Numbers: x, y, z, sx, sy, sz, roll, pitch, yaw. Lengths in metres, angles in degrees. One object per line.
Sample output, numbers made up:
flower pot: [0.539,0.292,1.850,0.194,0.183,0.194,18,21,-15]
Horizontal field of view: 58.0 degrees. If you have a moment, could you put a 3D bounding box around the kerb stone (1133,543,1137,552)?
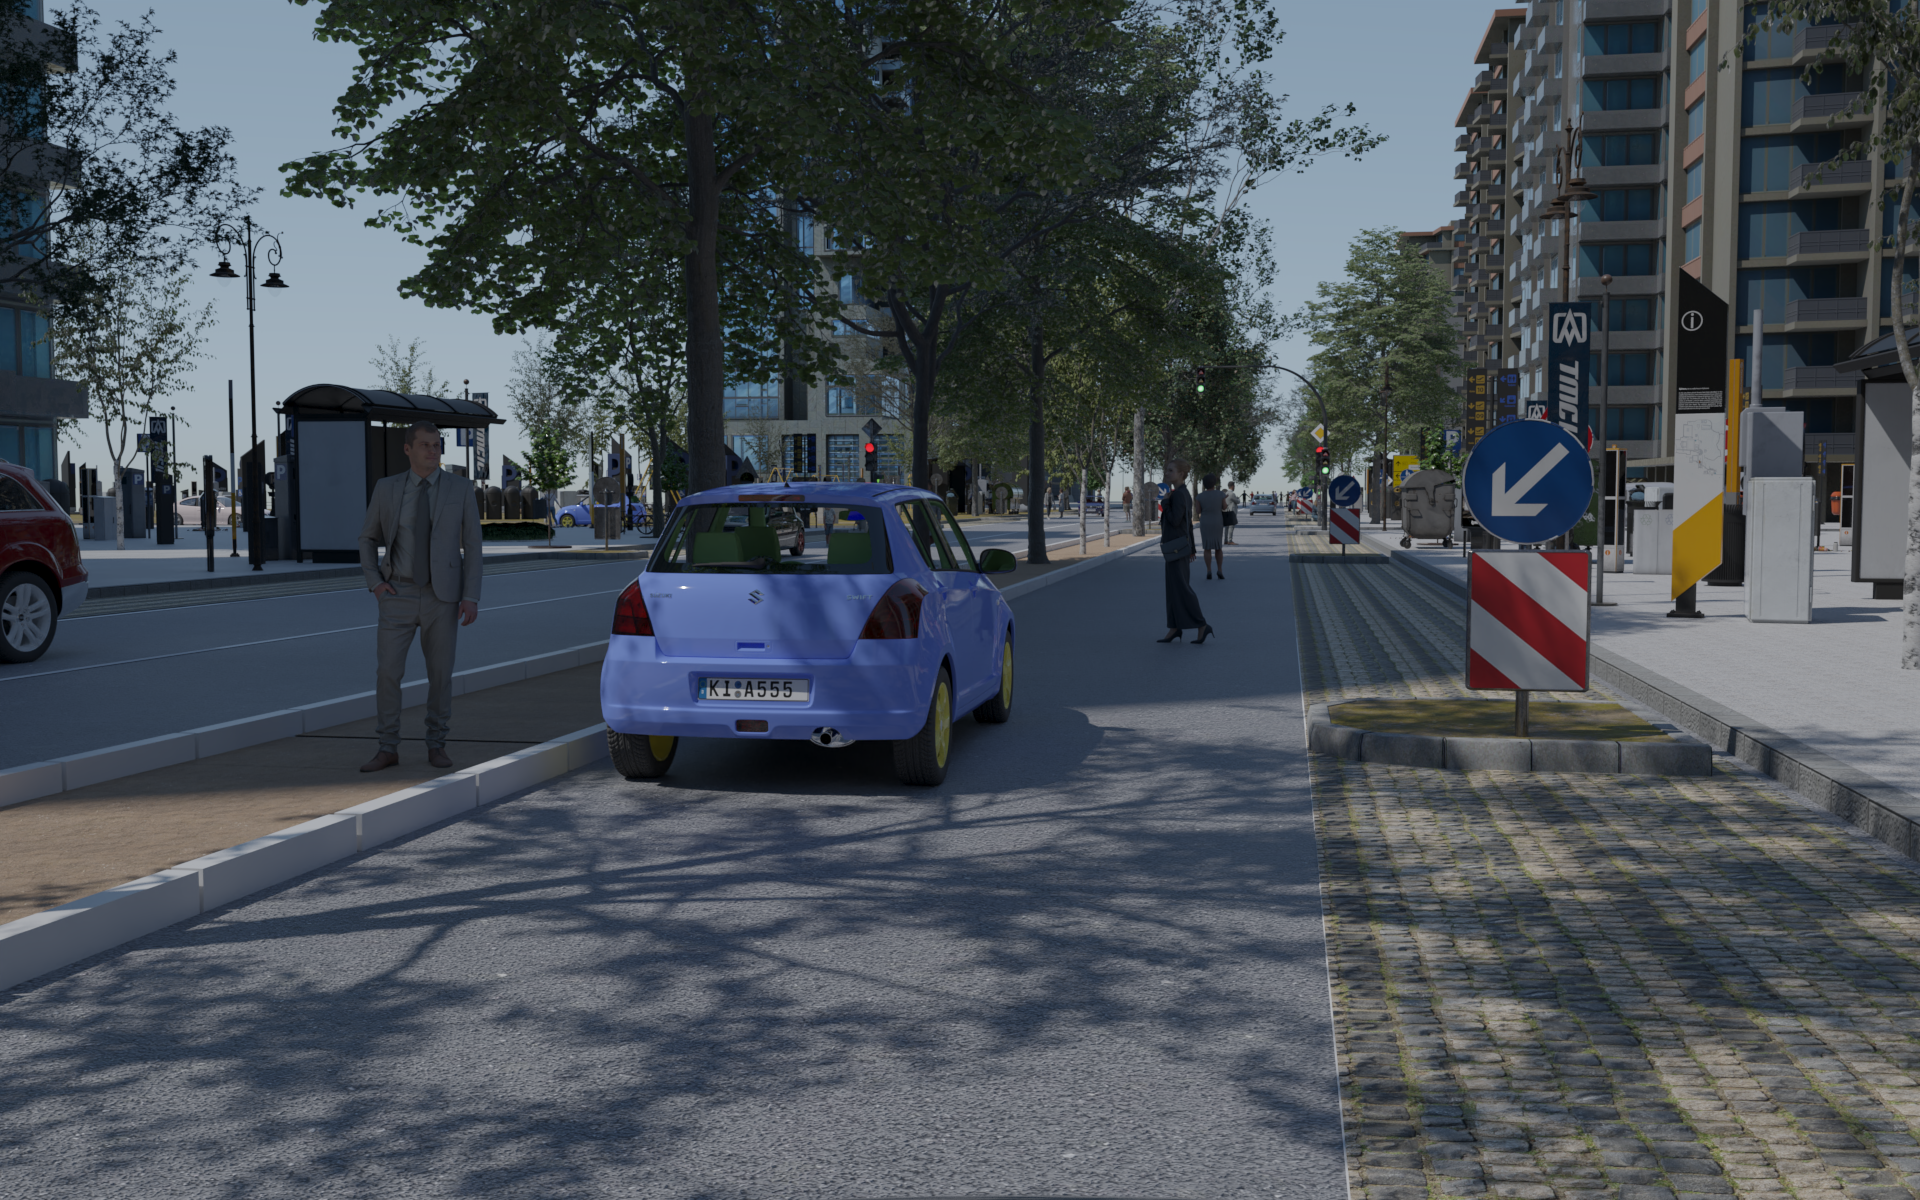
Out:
kerb stone: [4.207,-1.257,42.739,0.120,0.150,1.000,1,4,11]

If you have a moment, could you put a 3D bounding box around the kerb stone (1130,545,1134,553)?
kerb stone: [4.022,-1.195,41.734,0.120,0.150,1.000,1,4,11]

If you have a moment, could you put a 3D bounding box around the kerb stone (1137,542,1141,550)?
kerb stone: [4.397,-1.319,43.757,0.120,0.150,1.000,1,4,11]

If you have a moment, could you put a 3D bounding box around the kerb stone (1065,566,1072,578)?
kerb stone: [1.762,-0.452,29.633,0.120,0.150,1.000,1,4,11]

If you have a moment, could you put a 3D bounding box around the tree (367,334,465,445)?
tree: [-25.269,-7.932,80.049,4.737,8.622,4.395,0,3,0]

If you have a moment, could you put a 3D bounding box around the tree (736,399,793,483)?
tree: [-15.274,-11.304,135.176,4.360,8.622,3.978,0,3,0]

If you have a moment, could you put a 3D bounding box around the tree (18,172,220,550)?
tree: [-19.054,-5.431,39.161,4.360,8.622,3.978,0,3,0]

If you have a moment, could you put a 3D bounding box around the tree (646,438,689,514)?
tree: [-9.904,-3.912,58.562,1.663,3.219,1.824,0,3,0]

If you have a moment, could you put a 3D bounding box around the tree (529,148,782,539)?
tree: [-8.830,-7.621,50.362,9.928,11.665,9.643,0,3,0]

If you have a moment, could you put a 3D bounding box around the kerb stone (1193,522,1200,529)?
kerb stone: [10.313,-3.251,75.494,0.120,0.150,1.000,1,4,11]

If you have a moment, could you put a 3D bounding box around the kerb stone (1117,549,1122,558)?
kerb stone: [3.460,-1.010,38.711,0.120,0.150,1.000,1,4,11]

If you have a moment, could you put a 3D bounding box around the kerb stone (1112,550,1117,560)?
kerb stone: [3.264,-0.948,37.708,0.120,0.150,1.000,1,4,11]

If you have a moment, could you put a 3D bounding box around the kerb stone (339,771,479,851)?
kerb stone: [-2.366,0.902,7.448,0.120,0.150,1.000,1,4,11]

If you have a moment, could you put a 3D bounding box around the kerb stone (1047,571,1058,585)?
kerb stone: [1.396,-0.332,27.620,0.120,0.150,1.000,1,4,11]

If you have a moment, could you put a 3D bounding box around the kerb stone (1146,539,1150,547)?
kerb stone: [4.957,-1.503,46.781,0.120,0.150,1.000,1,4,11]

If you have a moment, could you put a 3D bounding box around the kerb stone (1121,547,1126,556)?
kerb stone: [3.638,-1.069,39.718,0.120,0.150,1.000,1,4,11]

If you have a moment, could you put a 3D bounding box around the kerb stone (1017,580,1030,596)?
kerb stone: [0.826,-0.146,24.590,0.120,0.150,1.000,1,4,11]

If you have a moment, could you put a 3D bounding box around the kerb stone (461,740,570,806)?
kerb stone: [-2.175,0.841,8.453,0.120,0.150,1.000,1,4,11]

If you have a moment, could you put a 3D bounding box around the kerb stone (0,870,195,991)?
kerb stone: [-2.746,1.028,5.428,0.120,0.150,1.000,1,4,11]

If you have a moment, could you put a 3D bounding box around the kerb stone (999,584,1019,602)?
kerb stone: [0.639,-0.085,23.585,0.120,0.150,1.000,1,4,11]

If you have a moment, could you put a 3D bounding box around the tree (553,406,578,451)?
tree: [-20.799,-9.095,99.061,4.737,8.622,4.395,0,3,0]

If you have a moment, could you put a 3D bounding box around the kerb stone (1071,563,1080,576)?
kerb stone: [1.953,-0.511,30.640,0.120,0.150,1.000,1,4,11]

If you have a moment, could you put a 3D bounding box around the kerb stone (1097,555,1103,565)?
kerb stone: [2.704,-0.762,34.677,0.120,0.150,1.000,1,4,11]

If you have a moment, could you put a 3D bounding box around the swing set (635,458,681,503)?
swing set: [-13.392,-4.836,76.696,2.862,2.851,3.119,0,4,-4]

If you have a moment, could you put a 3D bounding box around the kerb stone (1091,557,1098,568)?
kerb stone: [2.515,-0.701,33.658,0.120,0.150,1.000,1,4,11]

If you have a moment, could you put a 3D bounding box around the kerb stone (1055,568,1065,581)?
kerb stone: [1.577,-0.393,28.627,0.120,0.150,1.000,1,4,11]

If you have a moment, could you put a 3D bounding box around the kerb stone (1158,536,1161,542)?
kerb stone: [5.719,-1.743,50.805,0.120,0.150,1.000,1,4,11]

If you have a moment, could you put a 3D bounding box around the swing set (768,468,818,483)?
swing set: [-10.583,-6.554,104.776,2.862,2.851,3.119,1,4,16]

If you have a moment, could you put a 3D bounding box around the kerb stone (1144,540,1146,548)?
kerb stone: [4.762,-1.442,45.768,0.120,0.150,1.000,1,4,11]

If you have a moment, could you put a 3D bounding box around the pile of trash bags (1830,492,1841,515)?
pile of trash bags: [50.777,-5.553,100.547,1.912,1.369,3.447,-2,4,-26]

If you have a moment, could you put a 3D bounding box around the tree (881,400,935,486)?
tree: [-3.609,-11.071,131.372,4.737,8.622,4.395,0,3,0]

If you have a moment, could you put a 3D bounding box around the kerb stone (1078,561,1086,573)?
kerb stone: [2.146,-0.574,31.644,0.120,0.150,1.000,1,4,11]

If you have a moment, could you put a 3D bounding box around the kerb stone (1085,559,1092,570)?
kerb stone: [2.331,-0.639,32.649,0.120,0.150,1.000,1,4,11]

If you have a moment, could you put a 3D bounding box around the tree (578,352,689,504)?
tree: [-15.984,-8.413,87.912,4.737,8.622,4.395,0,3,0]

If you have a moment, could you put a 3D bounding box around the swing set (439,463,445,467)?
swing set: [-26.744,-5.401,85.922,2.862,2.851,3.119,2,4,27]

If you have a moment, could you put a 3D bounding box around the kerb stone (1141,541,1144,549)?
kerb stone: [4.583,-1.380,44.762,0.120,0.150,1.000,1,4,11]

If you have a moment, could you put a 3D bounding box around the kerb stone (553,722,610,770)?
kerb stone: [-1.990,0.779,9.466,0.120,0.150,1.000,1,4,11]

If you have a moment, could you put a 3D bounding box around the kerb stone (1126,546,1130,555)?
kerb stone: [3.842,-1.133,40.728,0.120,0.150,1.000,1,4,11]

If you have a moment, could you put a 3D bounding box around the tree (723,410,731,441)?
tree: [-15.486,-9.090,98.984,4.737,8.622,4.395,0,3,0]

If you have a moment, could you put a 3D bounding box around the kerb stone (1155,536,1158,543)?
kerb stone: [5.520,-1.686,49.802,0.120,0.150,1.000,1,4,11]

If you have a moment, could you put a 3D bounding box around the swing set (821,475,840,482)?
swing set: [-11.269,-8.933,143.679,2.862,2.851,3.119,3,4,37]

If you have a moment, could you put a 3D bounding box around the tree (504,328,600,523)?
tree: [-18.392,-7.783,77.620,4.360,8.622,3.978,0,3,0]

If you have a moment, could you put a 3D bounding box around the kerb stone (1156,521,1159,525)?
kerb stone: [9.004,-3.529,79.901,0.120,0.150,1.000,1,4,11]

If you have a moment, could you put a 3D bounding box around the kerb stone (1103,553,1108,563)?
kerb stone: [2.887,-0.825,35.683,0.120,0.150,1.000,1,4,11]

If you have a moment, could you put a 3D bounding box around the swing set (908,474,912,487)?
swing set: [-3.110,-9.156,147.315,3.119,2.851,2.862,1,4,16]

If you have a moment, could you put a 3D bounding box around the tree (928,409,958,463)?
tree: [-1.494,-11.740,142.318,4.360,8.622,3.978,0,3,0]

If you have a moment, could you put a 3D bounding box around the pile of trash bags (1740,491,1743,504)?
pile of trash bags: [21.648,-2.489,50.444,3.447,1.369,1.912,-2,4,-25]

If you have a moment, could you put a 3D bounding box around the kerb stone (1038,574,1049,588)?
kerb stone: [1.200,-0.265,26.617,0.120,0.150,1.000,1,4,11]

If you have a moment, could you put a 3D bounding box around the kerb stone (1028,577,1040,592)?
kerb stone: [1.013,-0.208,25.596,0.120,0.150,1.000,1,4,11]

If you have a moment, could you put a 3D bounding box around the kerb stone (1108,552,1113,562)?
kerb stone: [3.083,-0.887,36.695,0.120,0.150,1.000,1,4,11]

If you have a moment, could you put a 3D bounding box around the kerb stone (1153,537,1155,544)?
kerb stone: [5.332,-1.626,48.797,0.120,0.150,1.000,1,4,11]

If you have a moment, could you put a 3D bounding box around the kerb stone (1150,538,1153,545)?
kerb stone: [5.146,-1.565,47.788,0.120,0.150,1.000,1,4,11]

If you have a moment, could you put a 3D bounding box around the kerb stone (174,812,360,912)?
kerb stone: [-2.559,0.964,6.433,0.120,0.150,1.000,1,4,11]
